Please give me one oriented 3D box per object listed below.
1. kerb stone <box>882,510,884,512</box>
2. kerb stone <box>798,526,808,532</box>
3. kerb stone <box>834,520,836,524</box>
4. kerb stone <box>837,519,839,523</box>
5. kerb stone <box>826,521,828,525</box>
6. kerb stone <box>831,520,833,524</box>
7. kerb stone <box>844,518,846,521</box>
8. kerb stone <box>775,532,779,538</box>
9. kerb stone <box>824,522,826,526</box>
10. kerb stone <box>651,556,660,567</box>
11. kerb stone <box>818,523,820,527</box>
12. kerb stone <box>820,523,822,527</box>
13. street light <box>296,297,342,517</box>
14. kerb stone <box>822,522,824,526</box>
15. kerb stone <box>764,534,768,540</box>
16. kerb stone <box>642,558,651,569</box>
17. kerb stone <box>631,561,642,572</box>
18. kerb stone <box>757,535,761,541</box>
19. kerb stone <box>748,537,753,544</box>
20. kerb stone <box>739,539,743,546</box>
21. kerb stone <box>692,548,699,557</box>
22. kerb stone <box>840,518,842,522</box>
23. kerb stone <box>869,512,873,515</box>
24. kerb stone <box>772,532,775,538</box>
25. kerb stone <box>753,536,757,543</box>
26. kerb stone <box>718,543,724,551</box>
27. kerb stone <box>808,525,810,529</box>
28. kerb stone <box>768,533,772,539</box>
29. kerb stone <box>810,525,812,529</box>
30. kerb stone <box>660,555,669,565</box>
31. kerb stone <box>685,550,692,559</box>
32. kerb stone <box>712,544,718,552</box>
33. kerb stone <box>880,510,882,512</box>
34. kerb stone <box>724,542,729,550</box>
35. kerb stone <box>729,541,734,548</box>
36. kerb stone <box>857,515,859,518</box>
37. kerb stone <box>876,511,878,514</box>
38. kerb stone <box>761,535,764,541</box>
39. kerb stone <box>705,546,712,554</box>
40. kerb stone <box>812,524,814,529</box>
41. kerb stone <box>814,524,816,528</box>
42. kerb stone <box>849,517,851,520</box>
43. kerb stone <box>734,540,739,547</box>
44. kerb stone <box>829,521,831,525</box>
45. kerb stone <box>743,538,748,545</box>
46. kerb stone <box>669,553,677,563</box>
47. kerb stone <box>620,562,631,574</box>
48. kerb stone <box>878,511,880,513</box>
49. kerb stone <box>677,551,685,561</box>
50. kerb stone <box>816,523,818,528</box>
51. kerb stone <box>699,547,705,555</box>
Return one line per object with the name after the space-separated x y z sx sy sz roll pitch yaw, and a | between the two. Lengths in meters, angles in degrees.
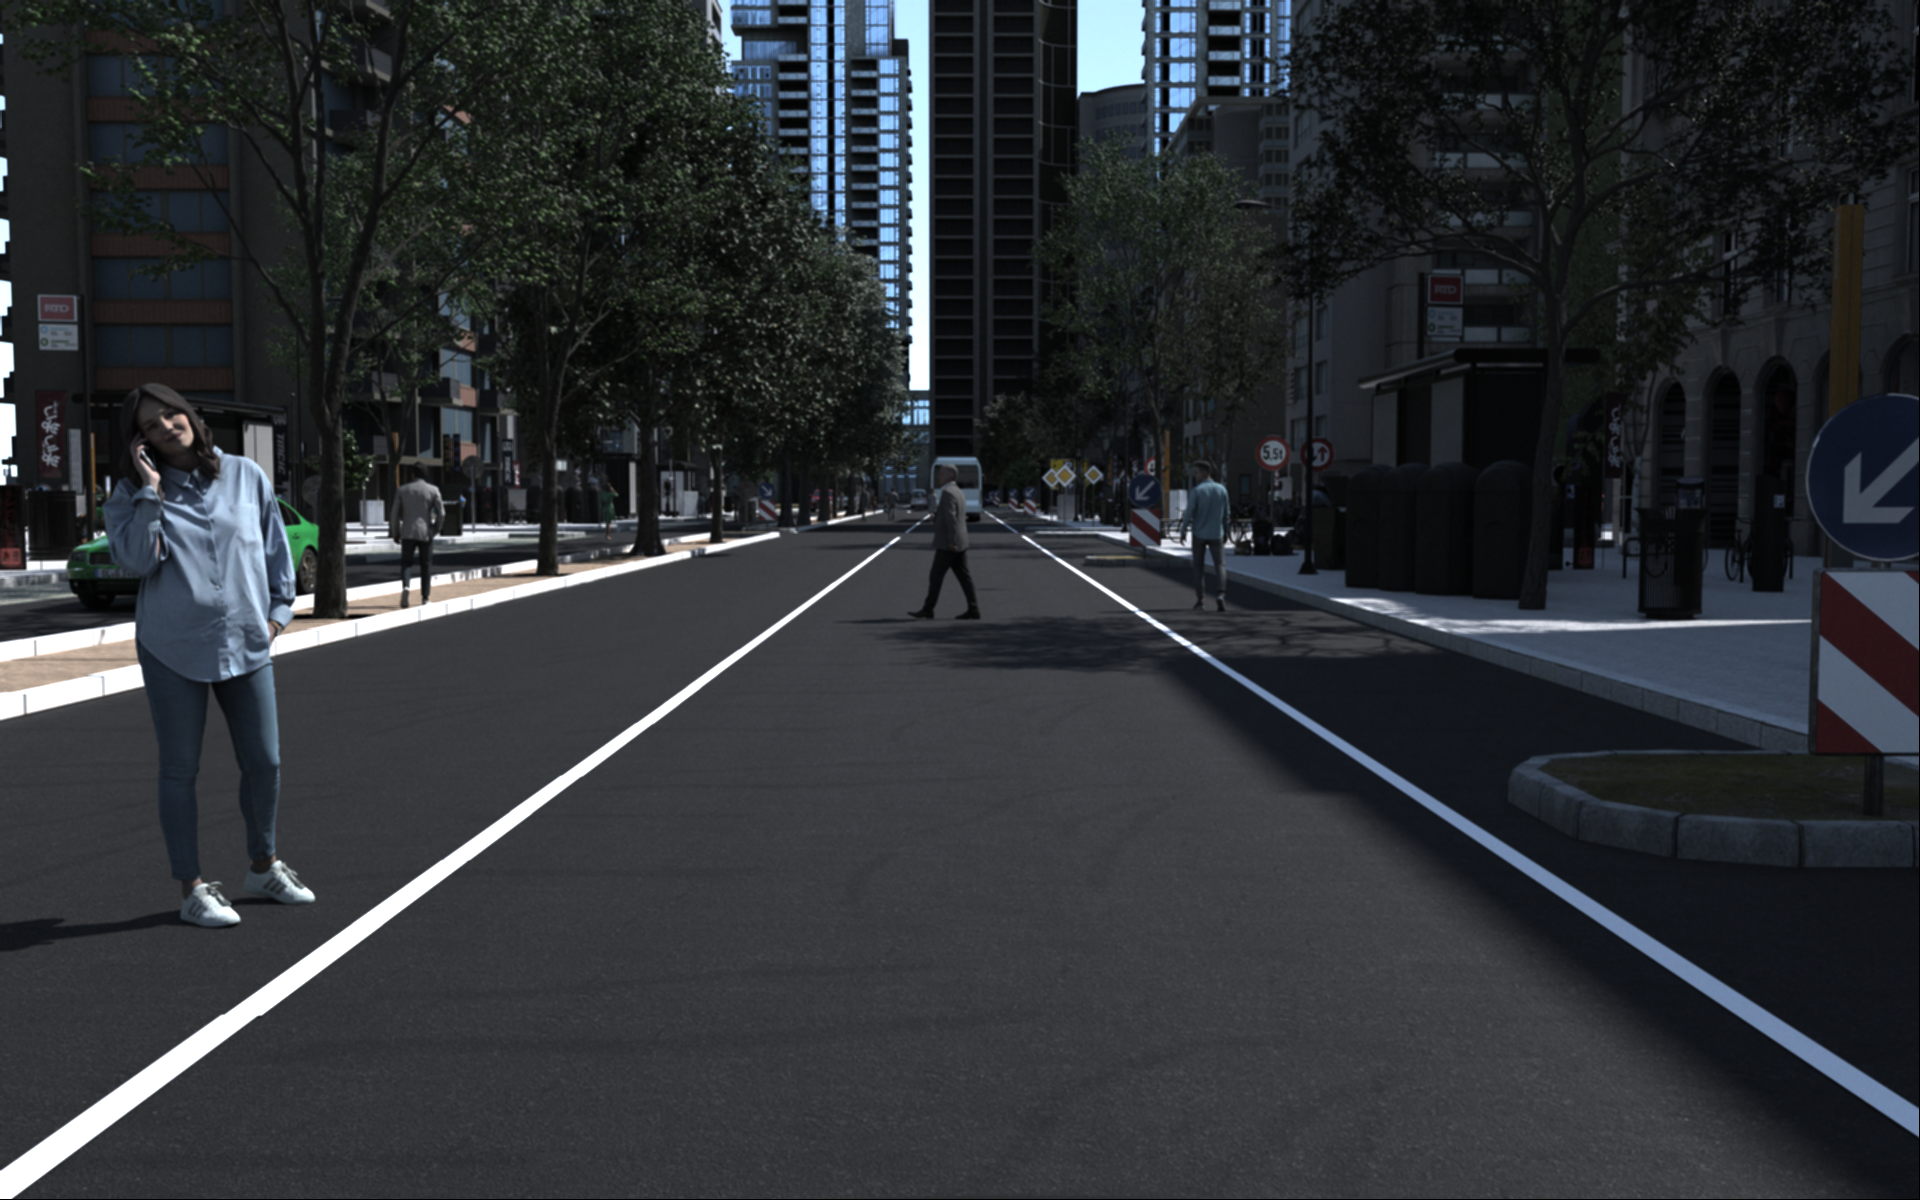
-6.204 -6.850 134.268 0.120 0.150 1.000 0 3 0 | kerb stone
-6.152 -2.777 67.599 0.120 0.150 1.000 0 3 0 | kerb stone
-6.166 -3.718 82.988 0.120 0.150 1.000 0 3 0 | kerb stone
-6.169 -3.844 85.045 0.120 0.150 1.000 0 3 0 | kerb stone
-6.158 -3.398 77.861 0.120 0.150 1.000 0 3 0 | kerb stone
-6.169 -3.593 80.941 0.120 0.150 1.000 0 3 0 | kerb stone
-6.176 -4.151 90.175 0.120 0.150 1.000 0 3 0 | kerb stone
-6.146 -2.117 56.809 0.120 0.150 1.000 0 3 0 | kerb stone
-6.165 -3.342 76.838 0.120 0.150 1.000 0 3 0 | kerb stone
-6.133 -0.738 34.267 0.120 0.150 1.000 0 3 0 | kerb stone
-6.165 -3.153 73.750 0.120 0.150 1.000 0 3 0 | kerb stone
-6.160 -3.214 74.785 0.120 0.150 1.000 0 3 0 | kerb stone
-15.071 -4.183 40.939 1.470 5.913 1.316 0 3 0 | street light
-6.166 -3.279 75.815 0.120 0.150 1.000 0 3 0 | kerb stone
-6.148 -1.927 53.743 0.120 0.150 1.000 0 3 0 | kerb stone
-6.126 -0.665 33.246 0.120 0.150 1.000 0 3 0 | kerb stone
-6.125 -0.613 32.223 0.120 0.150 1.000 0 3 0 | kerb stone
-6.138 -1.804 51.695 0.120 0.150 1.000 0 3 0 | kerb stone
-6.140 -1.679 49.651 0.120 0.150 1.000 0 3 0 | kerb stone
-6.145 -1.554 47.605 0.120 0.150 1.000 0 3 0 | kerb stone
-6.132 -1.052 39.399 0.120 0.150 1.000 0 3 0 | kerb stone
-6.174 -3.970 87.097 0.120 0.150 1.000 0 3 0 | kerb stone
-6.193 -5.851 117.852 0.120 0.150 1.000 0 3 0 | kerb stone
-6.143 -2.055 55.787 0.120 0.150 1.000 0 3 0 | kerb stone
-6.142 -1.739 50.673 0.120 0.150 1.000 0 3 0 | kerb stone
-6.133 -1.304 43.509 0.120 0.150 1.000 0 3 0 | kerb stone
-6.160 -2.835 68.623 0.120 0.150 1.000 0 3 0 | kerb stone
-6.150 -1.990 54.765 0.120 0.150 1.000 0 3 0 | kerb stone
-6.164 -2.902 69.647 0.120 0.150 1.000 0 3 0 | kerb stone
-6.129 -0.798 35.289 0.120 0.150 1.000 0 3 0 | kerb stone
-6.125 -0.984 38.371 0.120 0.150 1.000 0 3 0 | kerb stone
-6.137 -1.241 42.487 0.120 0.150 1.000 0 3 0 | kerb stone
-6.217 -6.729 132.217 0.120 0.150 1.000 0 3 0 | kerb stone
-6.135 -1.365 44.531 0.120 0.150 1.000 0 3 0 | kerb stone
-6.137 -1.418 45.562 0.120 0.150 1.000 0 3 0 | kerb stone
-6.185 -4.909 102.458 0.120 0.150 1.000 0 3 0 | kerb stone
-6.204 -6.290 125.034 0.120 0.150 1.000 0 3 0 | kerb stone
-6.149 -1.867 52.720 0.120 0.150 1.000 0 3 0 | kerb stone
-6.134 -1.177 41.445 0.120 0.150 1.000 0 3 0 | kerb stone
-6.164 -2.964 70.675 0.120 0.150 1.000 0 3 0 | kerb stone
-6.154 -3.025 71.698 0.120 0.150 1.000 0 3 0 | kerb stone
-6.177 -4.408 94.269 0.120 0.150 1.000 0 3 0 | kerb stone
-6.143 -1.490 46.584 0.120 0.150 1.000 0 3 0 | kerb stone
-6.166 -3.530 79.910 0.120 0.150 1.000 0 3 0 | kerb stone
-6.143 -1.616 48.629 0.120 0.150 1.000 0 3 0 | kerb stone
-6.133 -0.861 36.316 0.120 0.150 1.000 0 3 0 | kerb stone
-6.122 -0.546 31.201 0.120 0.150 1.000 0 3 0 | kerb stone
-6.206 -6.475 128.108 0.120 0.150 1.000 0 3 0 | kerb stone
-6.132 -0.927 37.348 0.120 0.150 1.000 0 3 0 | kerb stone
-6.149 -3.088 72.727 0.120 0.150 1.000 0 3 0 | kerb stone
-6.138 -1.110 40.421 0.120 0.150 1.000 0 3 0 | kerb stone
